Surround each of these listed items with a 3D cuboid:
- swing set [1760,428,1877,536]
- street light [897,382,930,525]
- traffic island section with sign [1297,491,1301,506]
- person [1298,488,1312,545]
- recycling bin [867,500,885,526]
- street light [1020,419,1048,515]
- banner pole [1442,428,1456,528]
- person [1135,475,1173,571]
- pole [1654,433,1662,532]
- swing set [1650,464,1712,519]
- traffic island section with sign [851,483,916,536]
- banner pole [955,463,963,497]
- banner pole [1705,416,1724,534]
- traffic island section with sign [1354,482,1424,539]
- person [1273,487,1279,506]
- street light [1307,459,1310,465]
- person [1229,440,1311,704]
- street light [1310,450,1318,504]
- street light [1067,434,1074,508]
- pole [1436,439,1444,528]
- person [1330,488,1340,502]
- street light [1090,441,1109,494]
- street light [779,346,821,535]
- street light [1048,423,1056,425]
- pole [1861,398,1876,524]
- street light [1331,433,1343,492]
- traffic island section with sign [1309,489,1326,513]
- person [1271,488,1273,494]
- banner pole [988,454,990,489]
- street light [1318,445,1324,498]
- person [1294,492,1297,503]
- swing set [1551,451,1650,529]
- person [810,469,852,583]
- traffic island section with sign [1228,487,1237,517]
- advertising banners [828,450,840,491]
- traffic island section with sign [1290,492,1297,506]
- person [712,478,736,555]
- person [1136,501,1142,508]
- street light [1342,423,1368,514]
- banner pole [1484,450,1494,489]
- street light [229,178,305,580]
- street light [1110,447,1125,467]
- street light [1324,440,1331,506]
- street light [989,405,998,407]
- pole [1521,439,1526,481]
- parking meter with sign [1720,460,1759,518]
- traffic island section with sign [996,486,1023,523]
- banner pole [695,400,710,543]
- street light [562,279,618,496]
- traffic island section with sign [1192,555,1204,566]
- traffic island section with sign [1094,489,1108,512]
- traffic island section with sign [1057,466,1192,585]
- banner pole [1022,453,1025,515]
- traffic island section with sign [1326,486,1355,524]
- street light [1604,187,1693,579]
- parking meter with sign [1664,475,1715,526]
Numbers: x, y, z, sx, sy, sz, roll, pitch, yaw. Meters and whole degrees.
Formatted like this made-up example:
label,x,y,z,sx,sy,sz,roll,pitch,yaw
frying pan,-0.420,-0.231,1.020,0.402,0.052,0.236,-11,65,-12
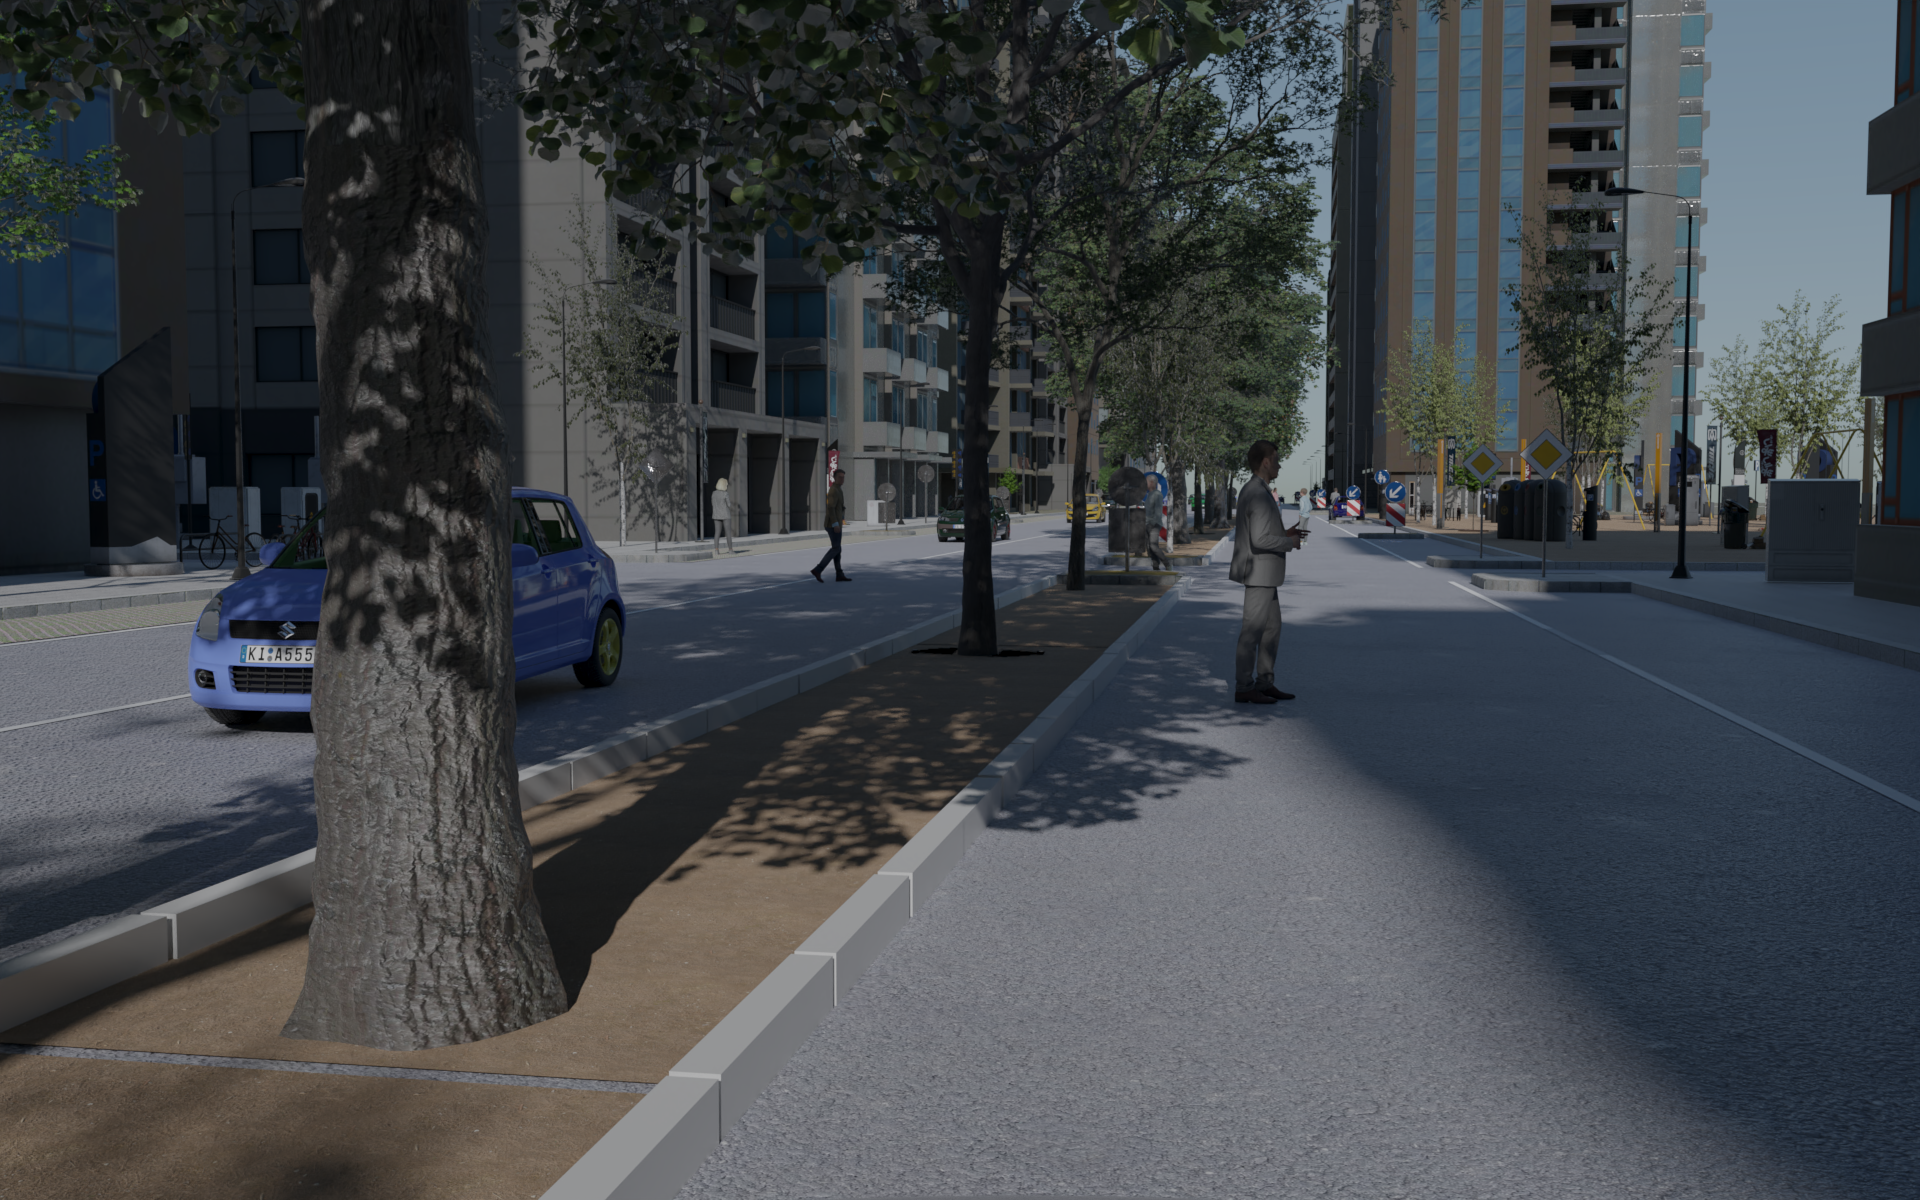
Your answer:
label,x,y,z,sx,sy,sz,roll,pitch,yaw
swing set,21.531,-2.742,42.460,2.862,2.851,3.119,1,4,9
street light,-1.929,-6.089,72.091,1.470,5.913,1.316,1,4,10
traffic island section with sign,32.385,-9.237,159.659,1.989,1.847,2.006,1,4,10
person,9.662,-2.347,48.688,0.589,1.601,0.330,-3,5,-41
recycling bin,-3.334,-3.444,68.869,0.722,1.027,0.722,0,4,-3
street light,4.466,-8.252,107.463,1.470,5.913,1.316,1,4,10
banner pole,18.487,-4.621,65.576,0.401,3.779,0.863,-1,4,-22
person,3.352,-1.281,29.933,0.515,1.767,0.782,-1,4,-13
pole,23.343,-3.919,57.917,0.158,3.312,0.155,0,3,0
swing set,37.403,-5.713,91.027,3.119,2.851,2.862,0,4,-1
traffic island section with sign,-2.600,-3.145,60.043,1.989,1.847,2.006,1,4,10
banner pole,-0.088,-7.480,112.309,0.863,3.779,0.401,-3,5,-43
banner pole,24.274,-4.017,55.702,0.863,3.779,0.401,-2,4,-25
traffic island section with sign,13.921,-2.899,56.024,1.989,1.847,2.006,1,4,10
person,18.278,-5.611,100.250,0.388,1.821,0.555,2,4,32
street light,43.303,-14.571,210.783,1.470,5.913,1.316,1,4,10
person,2.145,-0.194,11.877,0.583,1.804,0.606,0,4,-2
street light,40.080,-13.476,192.866,1.470,5.913,1.316,1,4,10
street light,8.725,-9.722,131.503,1.470,5.913,1.316,1,4,10
pole,17.931,-4.333,64.682,0.158,3.312,0.155,0,3,0
person,22.873,-5.916,105.431,0.606,1.804,0.583,2,4,29
street light,11.773,-10.770,148.630,1.470,5.913,1.316,1,4,10
street light,-5.063,-5.027,54.730,1.470,5.913,1.316,1,4,10
street light,5.578,-8.623,113.528,1.470,5.913,1.316,1,4,10
pole,19.360,-2.635,36.931,0.158,3.312,0.155,0,3,0
street light,28.991,-9.682,130.844,1.470,5.913,1.316,1,4,10
traffic island section with sign,27.611,-7.603,132.932,1.989,1.847,2.006,1,4,10
person,14.739,-4.446,82.202,0.522,1.701,0.512,0,4,-8
banner pole,1.300,-6.477,95.921,0.863,3.779,0.401,-3,4,-37
street light,35.209,-11.800,165.468,1.470,5.913,1.316,1,4,10
person,50.826,-15.517,262.217,1.348,1.822,0.705,-1,4,-14
swing set,23.039,-4.045,63.759,2.862,2.851,3.119,-1,4,-16
person,-2.056,-1.207,28.138,0.836,1.842,0.656,-3,4,-37
traffic island section with sign,17.135,-6.190,109.335,2.006,1.907,1.989,1,4,10
advertising banners,-5.709,-4.455,69.032,2.074,3.025,0.090,-2,4,-28
traffic island section with sign,41.929,-12.517,213.277,1.989,1.847,2.006,1,4,10
person,-5.582,-1.961,40.754,0.537,1.800,0.526,3,4,38
person,10.675,-5.744,102.637,0.478,1.798,0.641,-2,4,-27
street light,26.025,-8.618,113.440,1.470,5.913,1.316,1,4,10
banner pole,29.879,-6.606,98.020,0.863,3.779,0.401,2,4,30
street light,-10.232,-3.251,25.687,1.470,5.913,1.316,1,4,10
street light,14.821,-11.836,166.055,1.470,5.913,1.316,1,4,10
street light,32.202,-10.752,148.333,1.470,5.913,1.316,1,4,10
street light,1.294,-7.206,90.358,1.470,5.913,1.316,1,4,10
pole,20.941,-4.316,64.406,0.158,3.312,0.155,0,3,0
parking meter with sign,40.267,-5.704,89.513,1.738,3.016,0.543,3,5,43
traffic island section with sign,2.122,-4.768,86.583,1.989,1.847,2.006,1,4,10
banner pole,-6.827,-3.434,46.169,0.401,3.779,0.863,0,4,7
street light,-8.070,-3.979,37.596,1.470,5.913,1.316,1,4,10
traffic island section with sign,3.965,-1.665,35.355,2.006,1.907,1.989,1,4,10
traffic island section with sign,10.902,-7.783,135.885,1.989,1.847,2.006,1,4,10
traffic island section with sign,2.656,-1.219,28.064,2.006,1.907,1.989,1,4,10
banner pole,3.856,-7.060,105.452,0.401,3.779,0.863,0,4,-8
traffic island section with sign,18.773,-4.568,83.310,1.989,1.847,2.006,1,4,10
street light,10.456,-3.289,26.311,1.470,5.913,1.316,1,4,10
parking meter with sign,29.289,-4.486,69.607,1.738,3.016,0.543,1,4,13
